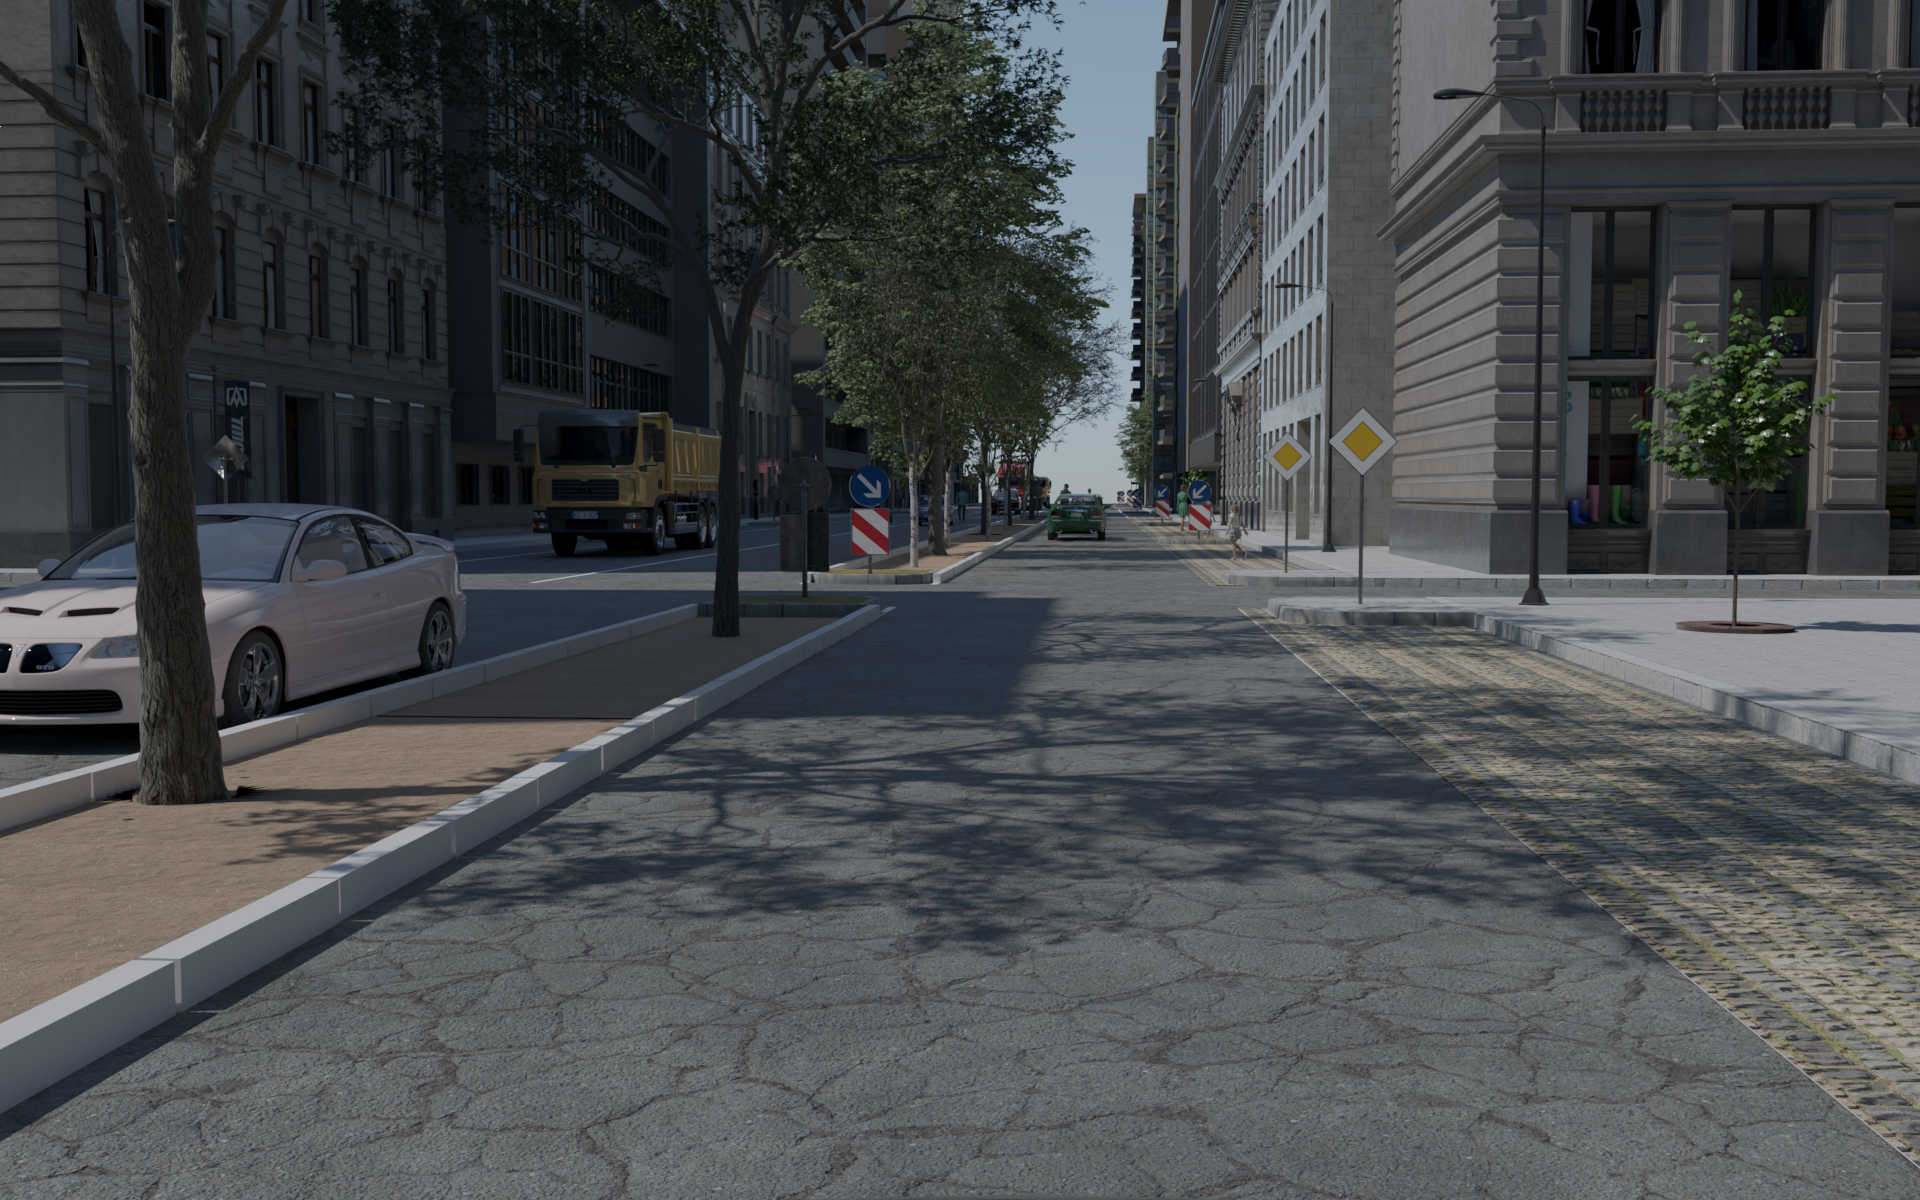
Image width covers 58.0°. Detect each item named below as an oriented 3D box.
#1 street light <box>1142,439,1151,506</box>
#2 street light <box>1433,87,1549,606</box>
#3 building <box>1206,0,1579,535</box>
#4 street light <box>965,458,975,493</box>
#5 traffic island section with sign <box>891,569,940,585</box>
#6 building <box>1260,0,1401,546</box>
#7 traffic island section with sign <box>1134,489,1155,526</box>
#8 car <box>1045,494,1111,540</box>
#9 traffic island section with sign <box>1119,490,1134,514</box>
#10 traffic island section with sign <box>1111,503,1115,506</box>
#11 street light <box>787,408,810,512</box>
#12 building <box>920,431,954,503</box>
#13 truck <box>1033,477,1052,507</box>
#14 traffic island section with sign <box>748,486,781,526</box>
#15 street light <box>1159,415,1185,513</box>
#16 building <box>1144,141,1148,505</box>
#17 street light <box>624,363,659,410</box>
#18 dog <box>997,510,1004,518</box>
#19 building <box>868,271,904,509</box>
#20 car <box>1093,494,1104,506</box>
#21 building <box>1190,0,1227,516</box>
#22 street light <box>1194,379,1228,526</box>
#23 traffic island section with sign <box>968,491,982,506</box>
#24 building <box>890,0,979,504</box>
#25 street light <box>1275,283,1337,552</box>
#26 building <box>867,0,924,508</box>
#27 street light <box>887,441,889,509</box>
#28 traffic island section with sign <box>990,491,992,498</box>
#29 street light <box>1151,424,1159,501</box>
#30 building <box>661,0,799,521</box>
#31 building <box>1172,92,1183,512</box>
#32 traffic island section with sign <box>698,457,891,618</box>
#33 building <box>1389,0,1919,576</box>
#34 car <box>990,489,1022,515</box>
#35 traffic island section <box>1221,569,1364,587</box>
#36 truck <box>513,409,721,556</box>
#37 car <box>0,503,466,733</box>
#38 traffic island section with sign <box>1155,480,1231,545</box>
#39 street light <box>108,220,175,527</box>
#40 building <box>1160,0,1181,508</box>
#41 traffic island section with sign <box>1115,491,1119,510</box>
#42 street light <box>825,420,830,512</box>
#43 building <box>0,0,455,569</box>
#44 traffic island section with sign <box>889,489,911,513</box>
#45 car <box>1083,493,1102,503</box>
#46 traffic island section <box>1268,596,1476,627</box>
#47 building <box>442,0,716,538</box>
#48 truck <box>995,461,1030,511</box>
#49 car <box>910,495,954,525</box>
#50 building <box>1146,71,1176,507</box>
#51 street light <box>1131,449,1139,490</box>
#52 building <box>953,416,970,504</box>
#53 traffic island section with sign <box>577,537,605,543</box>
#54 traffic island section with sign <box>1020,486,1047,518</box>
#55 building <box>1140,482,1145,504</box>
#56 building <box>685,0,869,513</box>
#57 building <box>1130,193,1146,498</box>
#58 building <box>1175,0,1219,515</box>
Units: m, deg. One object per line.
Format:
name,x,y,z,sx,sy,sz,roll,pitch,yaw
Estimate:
street light,16.357,-10.689,147.303,1.470,5.913,1.316,0,4,5
street light,6.107,-2.898,19.929,1.470,5.913,1.316,0,4,5
building,15.876,-14.663,68.616,11.050,23.489,19.941,0,4,5
street light,1.276,-15.200,221.055,1.470,5.913,1.316,0,4,5
traffic island section with sign,-1.385,-1.235,28.323,2.006,1.907,1.989,0,4,5
building,14.781,-11.938,49.942,10.420,20.320,16.860,0,4,5
traffic island section with sign,8.954,-4.234,77.854,1.989,1.847,2.006,0,4,5
car,3.740,-2.654,55.189,2.131,1.459,4.920,0,4,5
traffic island section with sign,12.939,-7.278,127.621,1.989,1.847,2.006,0,4,5
traffic island section with sign,19.522,-12.314,209.968,1.989,1.847,2.006,0,4,5
street light,-8.759,-7.391,93.391,1.470,5.913,1.316,0,4,5
building,-8.267,-25.905,195.250,14.160,30.474,14.107,0,4,5
truck,8.741,-12.182,195.105,3.469,3.379,9.791,0,4,5
traffic island section with sign,-8.541,-4.320,79.256,1.989,1.847,2.006,0,4,5
street light,12.626,-7.904,101.775,1.470,5.913,1.316,0,4,5
building,28.495,-31.613,200.473,14.154,41.232,14.086,0,4,5
street light,-11.362,-5.447,61.595,1.470,5.913,1.316,0,4,5
dog,2.491,-5.141,103.336,0.406,0.507,0.540,3,5,40
building,-19.948,-18.143,141.678,27.650,21.520,28.899,0,4,5
car,16.627,-12.304,212.960,2.131,1.459,4.920,0,4,6
building,19.798,-18.147,90.203,14.314,27.812,24.014,0,4,5
street light,10.140,-5.959,69.970,1.470,5.913,1.316,0,4,5
traffic island section with sign,2.006,-12.400,211.360,1.989,1.847,2.006,0,4,5
building,-7.819,-49.129,241.514,20.563,71.187,20.611,0,4,5
street light,7.620,-4.014,38.167,1.470,5.913,1.316,0,4,5
building,-10.948,-31.297,161.812,14.600,45.320,14.200,0,4,5
street light,-5.274,-10.150,138.497,1.470,5.913,1.316,0,4,5
traffic island section with sign,4.173,-14.057,238.453,1.989,1.847,2.006,0,4,5
street light,13.624,-8.712,114.976,1.470,5.913,1.316,0,4,5
building,-16.492,-17.929,90.397,12.463,27.353,25.104,0,4,5
building,22.687,-21.750,127.315,14.160,30.474,14.107,0,4,5
traffic island section with sign,-1.985,-0.783,20.940,2.006,1.907,1.989,0,4,5
building,18.017,-12.355,30.886,19.941,23.489,11.050,0,4,5
car,3.219,-6.907,121.605,2.281,1.827,5.304,0,4,5
traffic island section,5.316,-0.358,28.130,2.009,0.180,2.903,0,4,5
truck,-8.056,-2.848,42.484,3.469,3.379,9.791,0,4,4
car,-4.950,0.033,11.820,2.083,1.381,4.827,0,4,5
traffic island section with sign,6.722,-2.513,49.723,1.989,1.847,2.006,0,4,5
street light,-13.899,-3.484,29.509,1.470,5.913,1.316,0,4,5
building,28.354,-30.172,147.943,22.147,44.769,28.867,0,4,5
traffic island section with sign,15.085,-8.924,154.537,1.989,1.847,2.006,0,4,5
street light,-7.743,-8.164,106.022,1.470,5.913,1.316,0,4,5
building,-19.210,-11.568,38.284,9.793,20.994,18.267,0,4,5
traffic island section with sign,-4.556,-7.381,129.299,1.989,1.847,2.006,0,4,5
car,7.242,-5.571,100.873,2.009,1.686,4.222,0,4,6
traffic island section,4.680,0.129,20.170,2.009,0.180,2.903,0,4,5
building,-18.977,-14.880,62.347,14.314,24.678,30.058,0,4,5
truck,4.696,-9.789,148.957,2.839,4.237,11.283,0,4,5
car,-1.236,-4.109,79.184,2.014,1.417,4.499,0,4,4
building,26.033,-29.790,170.667,14.154,41.232,14.086,0,4,5
street light,18.756,-12.636,179.131,1.470,5.913,1.316,0,4,5
building,-10.295,-34.413,217.278,22.147,44.769,28.867,0,4,5
traffic island section with sign,-10.727,-2.651,51.976,1.989,1.847,2.006,0,4,5
traffic island section with sign,4.590,-5.816,103.224,2.006,1.907,1.989,0,4,5
building,39.151,-32.236,218.939,32.217,40.220,23.993,0,4,5
building,-18.101,-30.075,115.424,21.300,48.544,21.600,0,4,5
building,35.399,-36.181,246.181,22.147,44.769,28.867,0,4,5
building,21.581,-28.298,112.777,14.600,45.320,14.200,0,4,5
